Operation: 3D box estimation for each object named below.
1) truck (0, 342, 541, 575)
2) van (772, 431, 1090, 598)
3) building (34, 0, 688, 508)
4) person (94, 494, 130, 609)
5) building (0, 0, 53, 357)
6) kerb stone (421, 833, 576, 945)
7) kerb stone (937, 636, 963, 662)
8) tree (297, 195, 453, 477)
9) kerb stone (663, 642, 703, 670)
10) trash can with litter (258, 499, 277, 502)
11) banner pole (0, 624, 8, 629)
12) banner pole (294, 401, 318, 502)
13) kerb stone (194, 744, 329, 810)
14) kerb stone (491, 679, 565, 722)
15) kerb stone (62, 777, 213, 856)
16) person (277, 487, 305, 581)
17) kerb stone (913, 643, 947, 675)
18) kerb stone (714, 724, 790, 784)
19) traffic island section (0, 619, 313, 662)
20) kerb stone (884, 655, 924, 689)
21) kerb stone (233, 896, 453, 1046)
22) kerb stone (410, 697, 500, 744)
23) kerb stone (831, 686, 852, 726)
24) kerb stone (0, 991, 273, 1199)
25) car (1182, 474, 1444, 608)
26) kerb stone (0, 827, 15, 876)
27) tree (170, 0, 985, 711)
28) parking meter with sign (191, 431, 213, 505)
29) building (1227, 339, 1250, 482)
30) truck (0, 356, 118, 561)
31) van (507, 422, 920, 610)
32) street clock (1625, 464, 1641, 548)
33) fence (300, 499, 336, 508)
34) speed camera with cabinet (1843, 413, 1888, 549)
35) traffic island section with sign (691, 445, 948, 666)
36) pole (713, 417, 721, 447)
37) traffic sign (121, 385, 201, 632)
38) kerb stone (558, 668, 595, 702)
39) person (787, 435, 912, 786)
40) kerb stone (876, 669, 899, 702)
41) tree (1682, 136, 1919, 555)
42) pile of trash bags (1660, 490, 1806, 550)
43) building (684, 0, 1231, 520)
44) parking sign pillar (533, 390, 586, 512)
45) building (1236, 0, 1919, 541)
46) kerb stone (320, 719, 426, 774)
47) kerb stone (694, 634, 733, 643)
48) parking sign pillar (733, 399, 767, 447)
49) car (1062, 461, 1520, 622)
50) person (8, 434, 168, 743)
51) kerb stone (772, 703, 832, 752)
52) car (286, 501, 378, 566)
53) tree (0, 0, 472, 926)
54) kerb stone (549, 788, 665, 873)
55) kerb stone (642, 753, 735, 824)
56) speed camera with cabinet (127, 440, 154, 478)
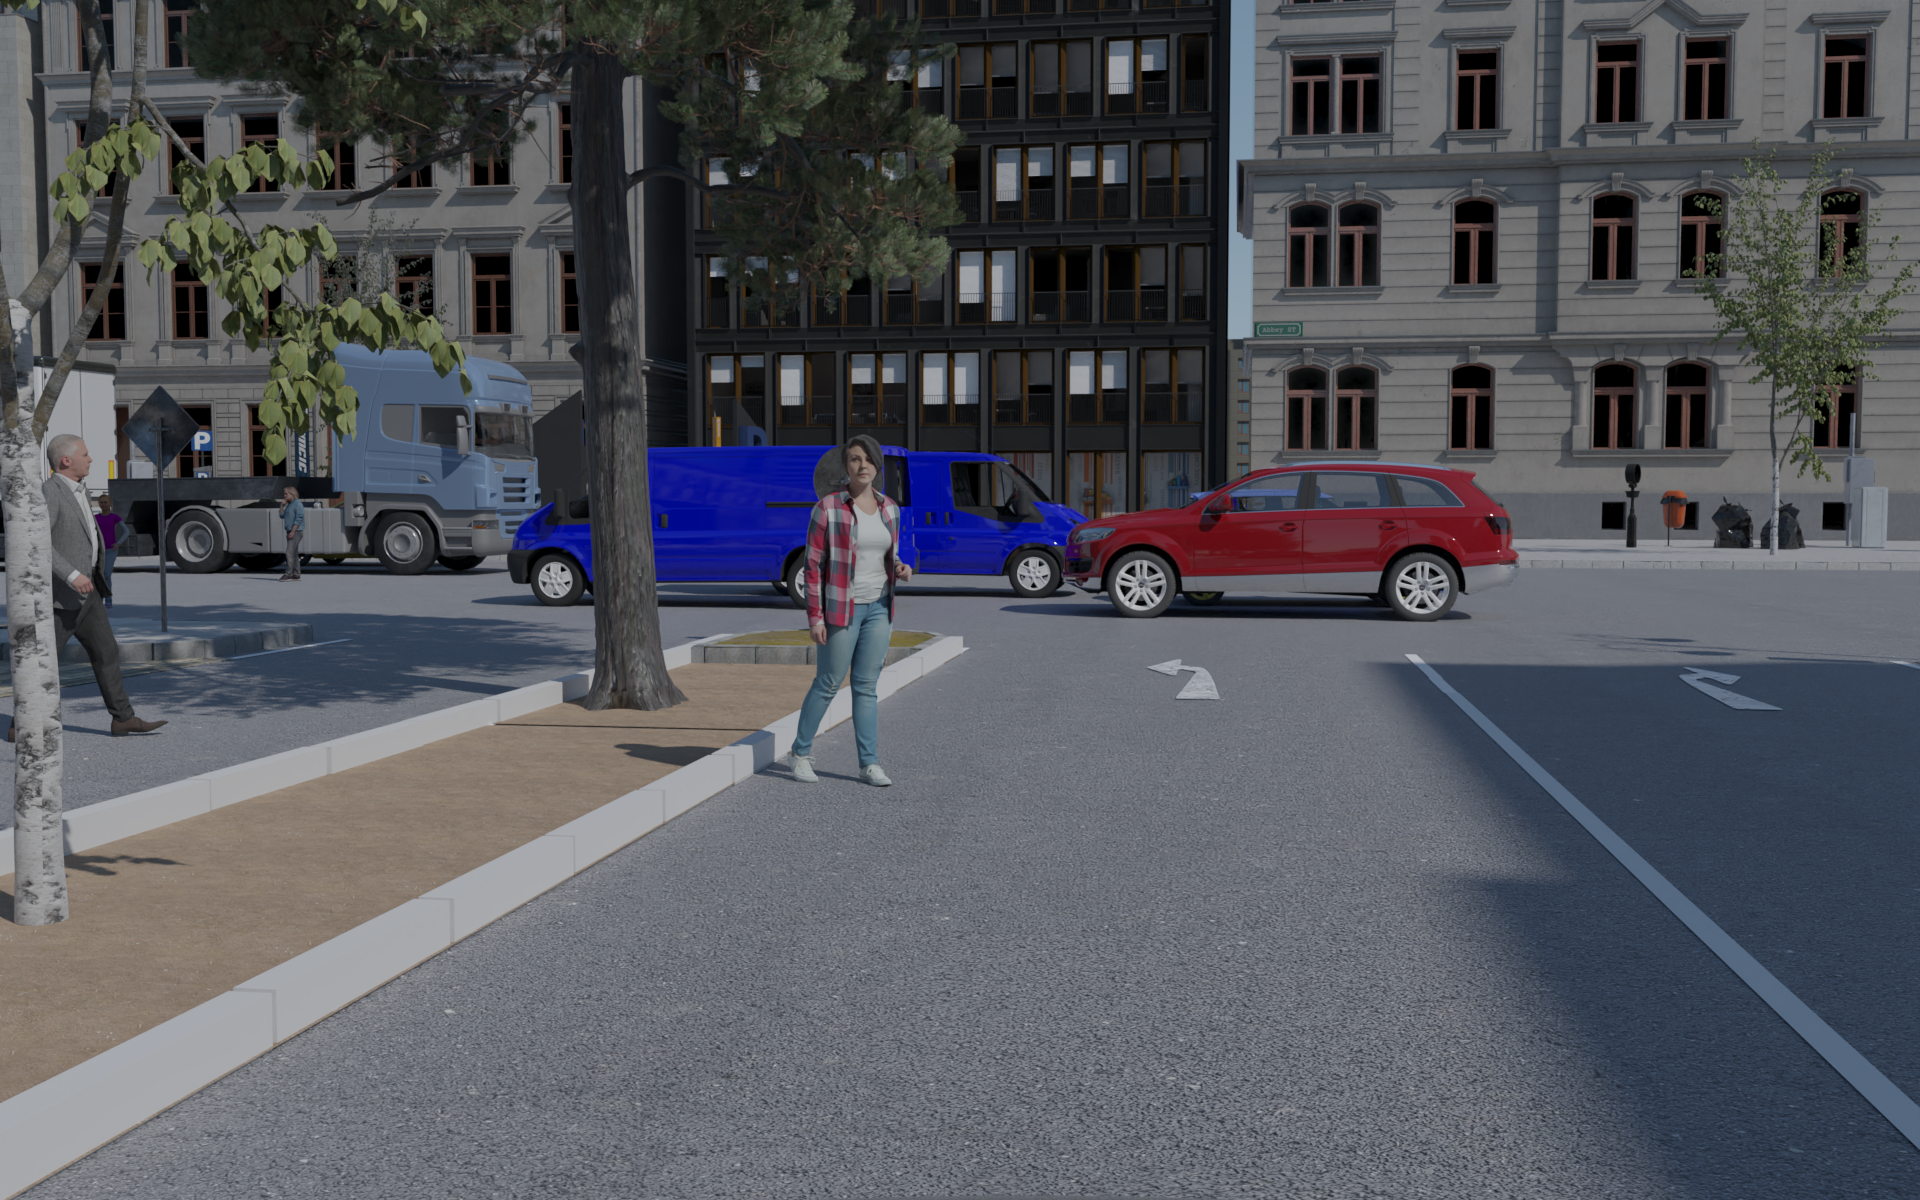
[{"bbox_3d":[-16.520,-2.614,32.504,18.799,4.110,2.967,1,4,9],"label":"truck"},{"bbox_3d":[-0.594,-1.252,24.847,5.245,2.365,2.240,1,4,8],"label":"van"},{"bbox_3d":[-18.531,-13.597,58.476,21.152,22.565,11.583,1,4,9],"label":"building"},{"bbox_3d":[-10.338,-0.561,20.915,0.726,1.435,0.776,-1,4,-16],"label":"person"},{"bbox_3d":[-37.296,-12.649,61.556,16.860,20.320,10.420,1,4,9],"label":"building"},{"bbox_3d":[-1.585,0.991,6.000,0.120,0.150,1.000,1,4,9],"label":"kerb stone"},{"bbox_3d":[-0.113,0.434,15.143,0.120,0.150,1.000,1,4,9],"label":"kerb stone"},{"bbox_3d":[-14.907,-5.694,43.456,4.360,8.622,3.978,0,3,0],"label":"tree"},{"bbox_3d":[-2.362,0.484,14.373,0.120,0.150,1.000,1,4,9],"label":"kerb stone"},{"bbox_3d":[-19.408,-2.286,48.767,0.624,1.170,1.055,-2,4,-25],"label":"trash can with litter"},{"bbox_3d":[-9.472,-1.620,16.504,0.863,3.779,0.401,1,4,12],"label":"banner pole"},{"bbox_3d":[-14.710,-3.000,39.068,0.401,3.779,0.863,1,4,23],"label":"banner pole"},{"bbox_3d":[-3.349,0.851,8.294,0.120,0.150,1.000,1,4,9],"label":"kerb stone"},{"bbox_3d":[-2.851,0.665,11.330,0.120,0.150,1.000,1,4,9],"label":"kerb stone"},{"bbox_3d":[-3.502,0.912,7.281,0.120,0.150,1.000,1,4,9],"label":"kerb stone"},{"bbox_3d":[-10.973,-1.085,28.457,0.429,1.552,0.499,-1,4,-13],"label":"person"},{"bbox_3d":[-0.270,0.494,14.126,0.120,0.150,1.000,1,4,9],"label":"kerb stone"},{"bbox_3d":[-1.089,0.805,9.043,0.120,0.150,1.000,1,4,9],"label":"kerb stone"},{"bbox_3d":[-7.427,0.377,16.125,2.009,0.180,2.903,1,4,9],"label":"traffic island section"},{"bbox_3d":[-0.440,0.558,13.099,0.120,0.150,1.000,1,4,9],"label":"kerb stone"},{"bbox_3d":[-1.750,1.053,4.989,0.120,0.150,1.000,1,4,9],"label":"kerb stone"},{"bbox_3d":[-3.027,0.730,10.321,0.120,0.150,1.000,1,4,9],"label":"kerb stone"},{"bbox_3d":[-0.770,0.682,11.067,0.120,0.150,1.000,1,4,9],"label":"kerb stone"},{"bbox_3d":[-1.910,1.116,3.977,0.120,0.150,1.000,1,4,9],"label":"kerb stone"},{"bbox_3d":[4.479,-0.802,22.712,3.694,1.707,1.945,0,4,8],"label":"car"},{"bbox_3d":[-3.665,0.978,6.270,0.120,0.150,1.000,1,4,9],"label":"kerb stone"},{"bbox_3d":[-2.391,-6.216,11.516,7.806,13.903,7.818,0,3,0],"label":"tree"},{"bbox_3d":[-20.603,-3.108,47.083,0.543,3.016,1.738,-1,4,-22],"label":"parking meter with sign"},{"bbox_3d":[28.735,-23.045,221.831,28.899,21.520,27.650,1,4,9],"label":"building"},{"bbox_3d":[-23.916,-2.947,37.105,11.283,4.237,2.839,1,4,8],"label":"truck"},{"bbox_3d":[-3.241,-1.107,22.487,5.245,2.365,2.240,1,4,11],"label":"van"},{"bbox_3d":[16.074,-2.253,41.406,0.358,2.002,0.471,3,5,41],"label":"street clock"},{"bbox_3d":[-17.643,-2.217,47.451,0.480,1.192,2.264,1,4,9],"label":"fence"},{"bbox_3d":[21.809,-2.897,41.697,0.660,3.252,2.038,1,4,16],"label":"speed camera with cabinet"},{"bbox_3d":[-1.129,-0.441,15.354,2.006,1.907,1.989,1,4,9],"label":"traffic island section with sign"},{"bbox_3d":[-6.438,-3.184,45.901,0.158,3.312,0.155,0,3,0],"label":"pole"},{"bbox_3d":[-7.402,-0.759,16.059,0.795,2.450,0.064,1,4,9],"label":"traffic sign"},{"bbox_3d":[-2.689,0.602,12.346,0.120,0.150,1.000,1,4,9],"label":"kerb stone"},{"bbox_3d":[-0.539,0.047,8.575,0.563,1.720,0.643,-3,4,-36],"label":"person"},{"bbox_3d":[-0.599,0.625,12.081,0.120,0.150,1.000,1,4,9],"label":"kerb stone"},{"bbox_3d":[17.300,-5.239,36.016,4.737,8.622,4.395,0,3,0],"label":"tree"},{"bbox_3d":[18.507,-1.947,41.587,1.912,1.369,3.447,-3,5,-42],"label":"pile of trash bags"},{"bbox_3d":[0.665,-13.838,55.923,15.834,23.373,12.332,1,4,9],"label":"building"},{"bbox_3d":[-10.409,-3.461,45.056,1.447,3.967,1.447,0,4,7],"label":"parking sign pillar"},{"bbox_3d":[20.284,-16.290,53.730,23.554,28.519,14.401,1,4,9],"label":"building"},{"bbox_3d":[-3.174,0.791,9.307,0.120,0.150,1.000,1,4,9],"label":"kerb stone"},{"bbox_3d":[-2.206,0.416,15.386,0.120,0.150,1.000,1,4,9],"label":"kerb stone"},{"bbox_3d":[-6.003,-3.751,49.806,1.447,3.967,1.447,2,4,25],"label":"parking sign pillar"},{"bbox_3d":[3.867,-0.728,20.577,5.304,1.827,2.281,1,4,10],"label":"car"},{"bbox_3d":[-5.097,-0.071,10.058,0.834,1.777,0.661,-1,4,-12],"label":"person"},{"bbox_3d":[-0.932,0.743,10.055,0.120,0.150,1.000,1,4,9],"label":"kerb stone"},{"bbox_3d":[-11.913,-1.514,34.976,3.980,1.641,2.015,0,4,8],"label":"car"},{"bbox_3d":[-3.066,-3.209,5.287,4.737,8.622,4.395,0,3,0],"label":"tree"},{"bbox_3d":[-1.426,0.930,7.013,0.120,0.150,1.000,1,4,9],"label":"kerb stone"},{"bbox_3d":[-1.259,0.869,8.024,0.120,0.150,1.000,1,4,9],"label":"kerb stone"},{"bbox_3d":[-22.218,-3.235,47.228,0.660,3.252,2.038,-2,4,-33],"label":"speed camera with cabinet"}]
